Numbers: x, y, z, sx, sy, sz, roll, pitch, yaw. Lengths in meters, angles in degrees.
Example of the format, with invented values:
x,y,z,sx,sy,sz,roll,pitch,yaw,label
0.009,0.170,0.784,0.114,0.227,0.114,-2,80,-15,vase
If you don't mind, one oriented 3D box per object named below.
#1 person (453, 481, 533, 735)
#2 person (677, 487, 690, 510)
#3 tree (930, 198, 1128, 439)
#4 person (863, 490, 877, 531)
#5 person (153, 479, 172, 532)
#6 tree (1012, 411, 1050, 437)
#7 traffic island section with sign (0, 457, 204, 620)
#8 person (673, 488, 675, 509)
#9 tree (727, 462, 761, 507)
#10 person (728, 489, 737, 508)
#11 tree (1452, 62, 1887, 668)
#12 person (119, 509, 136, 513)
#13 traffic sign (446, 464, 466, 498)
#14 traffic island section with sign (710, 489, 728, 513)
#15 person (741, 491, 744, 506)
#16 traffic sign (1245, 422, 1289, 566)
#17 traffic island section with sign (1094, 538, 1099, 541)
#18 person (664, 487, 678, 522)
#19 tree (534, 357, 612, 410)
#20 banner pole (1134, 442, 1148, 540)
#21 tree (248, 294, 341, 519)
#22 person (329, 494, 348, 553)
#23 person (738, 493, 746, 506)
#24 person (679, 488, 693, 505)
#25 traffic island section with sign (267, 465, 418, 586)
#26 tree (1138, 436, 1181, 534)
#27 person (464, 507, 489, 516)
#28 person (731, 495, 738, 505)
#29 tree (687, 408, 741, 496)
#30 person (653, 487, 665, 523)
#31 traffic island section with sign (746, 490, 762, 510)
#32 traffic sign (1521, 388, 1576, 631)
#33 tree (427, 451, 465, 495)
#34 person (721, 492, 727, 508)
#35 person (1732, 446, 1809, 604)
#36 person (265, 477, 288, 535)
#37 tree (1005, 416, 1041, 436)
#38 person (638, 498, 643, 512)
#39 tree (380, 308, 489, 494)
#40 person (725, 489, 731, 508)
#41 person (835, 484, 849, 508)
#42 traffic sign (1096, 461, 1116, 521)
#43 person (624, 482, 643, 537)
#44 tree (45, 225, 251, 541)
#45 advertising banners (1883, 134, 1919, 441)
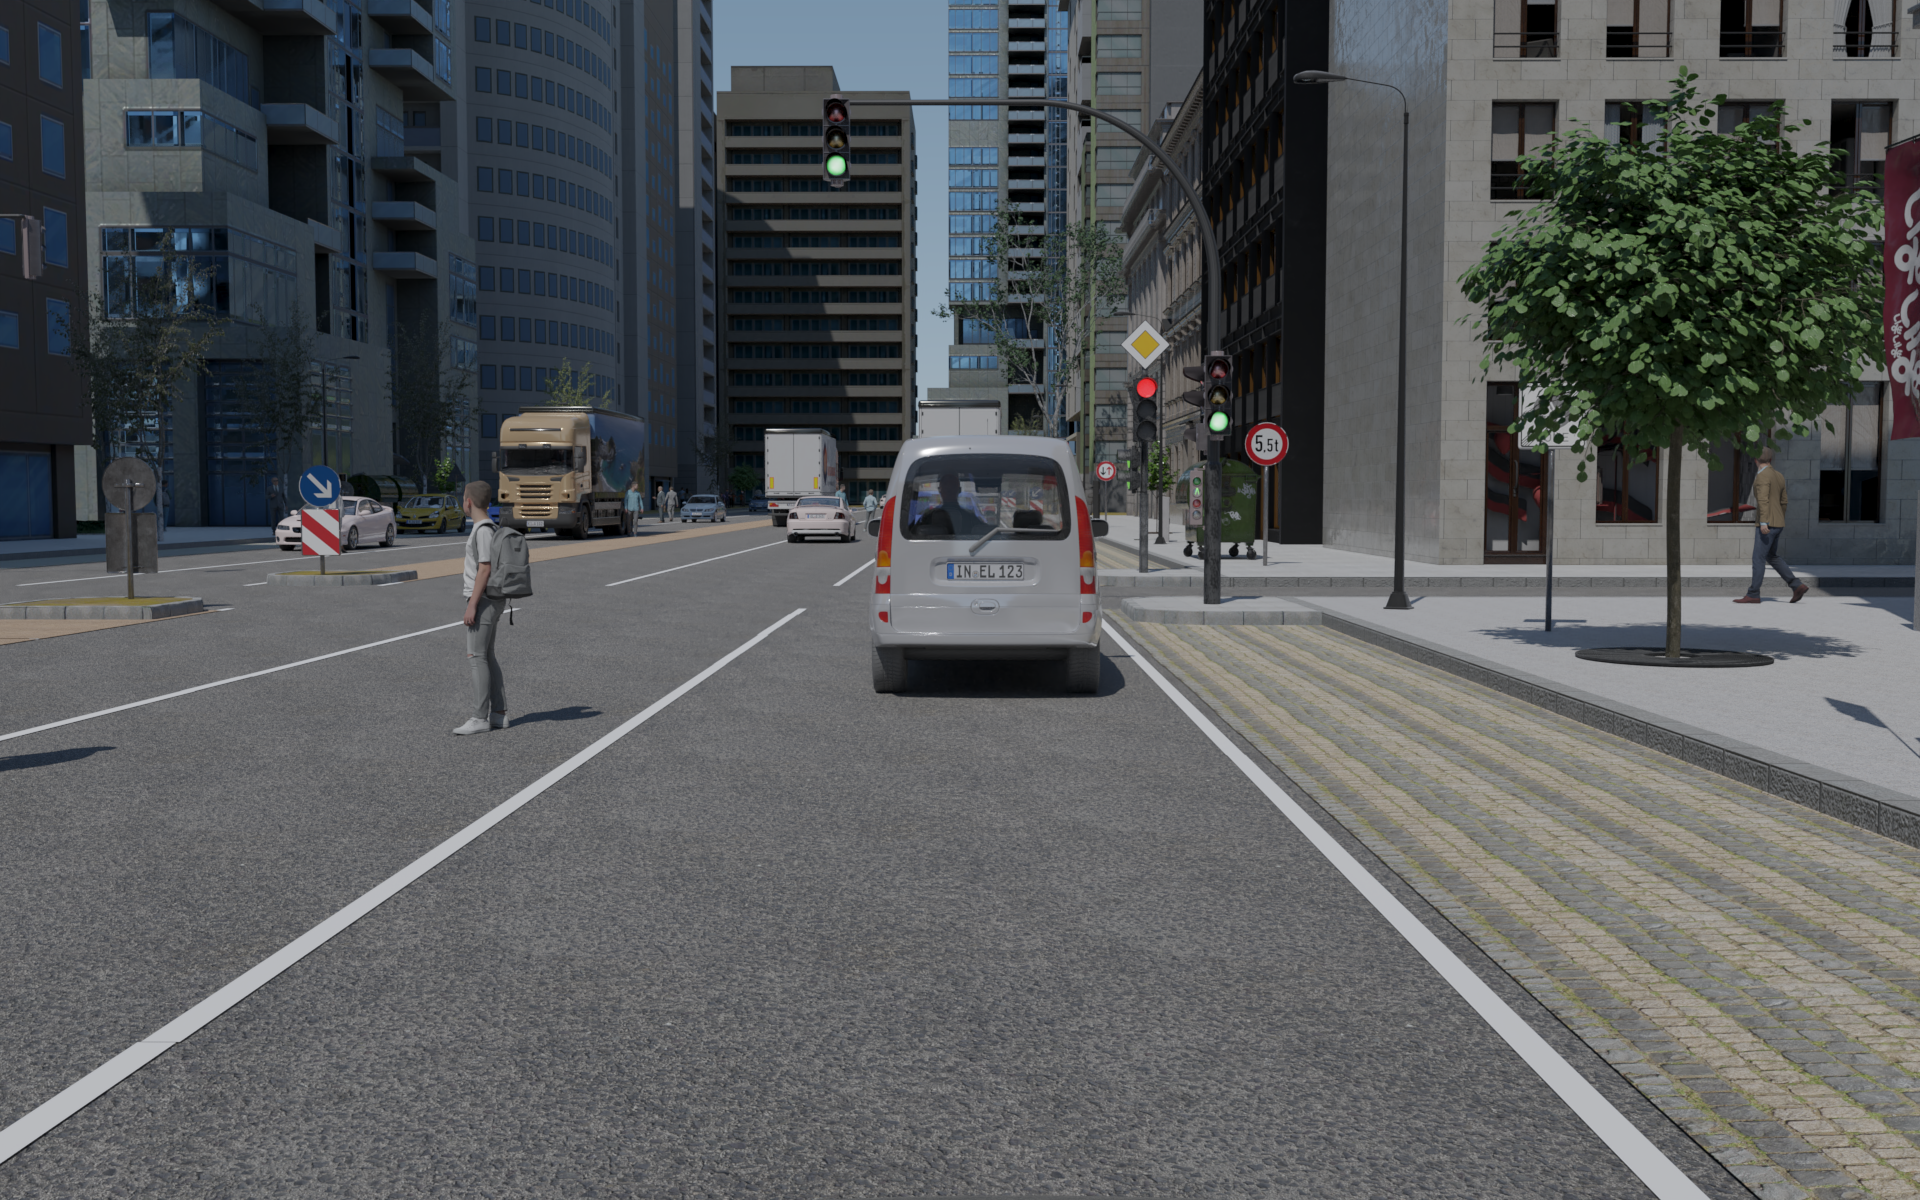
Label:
x,y,z,sx,sy,sz,roll,pitch,yaw,label
-2.890,0.036,10.510,0.523,1.515,0.503,-3,4,-37,person
-21.751,-7.935,135.764,1.348,1.826,0.705,1,4,20,person
4.958,-15.645,111.686,12.611,20.169,13.585,0,3,0,tree
-3.436,-3.446,66.658,0.589,1.601,0.330,1,4,21,person
-27.064,-3.205,58.799,0.623,1.781,0.721,-1,4,-18,person
6.024,-12.136,148.789,4.360,8.622,3.978,0,3,0,tree
-10.148,-0.760,20.562,2.006,1.907,1.989,0,4,0,traffic island section with sign
-25.085,-8.913,151.635,0.599,1.838,0.709,0,4,-3,person
-21.518,-11.533,172.272,4.285,4.588,4.351,0,3,0,tree
-21.274,-9.430,160.933,1.217,1.735,0.721,1,4,9,person
5.552,-1.816,13.413,4.285,4.588,4.351,0,3,0,tree
-21.235,-2.323,44.205,0.728,1.800,0.709,-1,4,-12,person
-21.486,-4.518,73.876,0.884,2.594,0.081,0,4,5,traffic sign
-18.474,-7.436,130.204,1.989,1.847,2.006,0,4,0,traffic island section with sign
-22.790,-10.644,180.868,0.445,1.727,0.742,-2,4,-27,person
5.452,-1.881,30.866,0.768,2.556,0.104,0,4,2,traffic sign
3.194,-2.709,52.916,1.989,1.847,2.006,0,4,0,traffic island section with sign
-15.116,-5.012,90.573,0.709,1.813,0.853,-2,4,-29,person
-21.000,-8.804,94.303,4.737,8.622,4.395,0,3,0,tree
5.079,-3.537,47.846,0.401,3.779,0.863,-1,4,-11,banner pole
-25.048,-6.957,64.110,4.360,8.622,3.978,0,3,0,tree
-15.121,-2.043,41.778,0.514,1.842,0.818,3,4,37,person
-22.684,-10.421,179.681,1.065,1.426,0.557,1,4,17,person
-20.910,-7.700,132.660,1.217,1.735,0.721,-1,4,-17,person
-10.086,-1.213,27.969,2.006,1.907,1.989,0,4,0,traffic island section with sign
6.489,-3.762,56.116,1.663,3.219,1.824,0,3,0,tree
-23.554,-4.755,84.001,1.509,1.804,0.699,1,4,14,person
-22.242,-9.806,169.637,1.065,1.426,0.557,-1,4,-10,person
-20.894,-12.082,147.906,4.360,8.622,3.978,0,3,0,tree
-14.951,-4.737,86.133,0.590,1.801,0.661,-2,4,-35,person
-18.282,-9.084,157.158,1.989,1.847,2.006,0,4,0,traffic island section with sign
5.493,-0.855,16.108,0.606,2.300,0.079,1,4,10,traffic sign
-23.303,-5.159,78.945,1.663,3.219,1.824,0,3,0,tree
-20.893,-8.790,152.992,0.421,1.427,0.697,2,4,30,person
9.511,-0.878,20.307,0.836,1.842,0.656,1,4,14,person
-21.114,-2.895,53.549,0.661,1.801,0.590,-2,4,-33,person
6.017,-12.973,162.476,4.737,8.622,4.395,0,3,0,tree
-22.635,-7.101,122.277,0.705,1.807,1.348,-3,4,-37,person
-21.410,-7.301,69.730,4.360,8.622,3.978,0,3,0,tree
-20.816,-9.123,155.658,0.568,1.767,0.683,1,4,16,person
-5.025,-3.963,73.164,0.638,1.841,0.748,-2,4,-29,person
5.612,-4.065,66.570,0.768,2.556,0.104,0,4,5,traffic sign
-10.802,-2.995,57.331,0.638,1.841,0.748,-1,4,-12,person
-21.917,-5.890,46.660,4.360,8.622,3.978,0,3,0,tree
4.657,-0.709,7.783,0.090,3.025,2.074,0,4,1,advertising banners
